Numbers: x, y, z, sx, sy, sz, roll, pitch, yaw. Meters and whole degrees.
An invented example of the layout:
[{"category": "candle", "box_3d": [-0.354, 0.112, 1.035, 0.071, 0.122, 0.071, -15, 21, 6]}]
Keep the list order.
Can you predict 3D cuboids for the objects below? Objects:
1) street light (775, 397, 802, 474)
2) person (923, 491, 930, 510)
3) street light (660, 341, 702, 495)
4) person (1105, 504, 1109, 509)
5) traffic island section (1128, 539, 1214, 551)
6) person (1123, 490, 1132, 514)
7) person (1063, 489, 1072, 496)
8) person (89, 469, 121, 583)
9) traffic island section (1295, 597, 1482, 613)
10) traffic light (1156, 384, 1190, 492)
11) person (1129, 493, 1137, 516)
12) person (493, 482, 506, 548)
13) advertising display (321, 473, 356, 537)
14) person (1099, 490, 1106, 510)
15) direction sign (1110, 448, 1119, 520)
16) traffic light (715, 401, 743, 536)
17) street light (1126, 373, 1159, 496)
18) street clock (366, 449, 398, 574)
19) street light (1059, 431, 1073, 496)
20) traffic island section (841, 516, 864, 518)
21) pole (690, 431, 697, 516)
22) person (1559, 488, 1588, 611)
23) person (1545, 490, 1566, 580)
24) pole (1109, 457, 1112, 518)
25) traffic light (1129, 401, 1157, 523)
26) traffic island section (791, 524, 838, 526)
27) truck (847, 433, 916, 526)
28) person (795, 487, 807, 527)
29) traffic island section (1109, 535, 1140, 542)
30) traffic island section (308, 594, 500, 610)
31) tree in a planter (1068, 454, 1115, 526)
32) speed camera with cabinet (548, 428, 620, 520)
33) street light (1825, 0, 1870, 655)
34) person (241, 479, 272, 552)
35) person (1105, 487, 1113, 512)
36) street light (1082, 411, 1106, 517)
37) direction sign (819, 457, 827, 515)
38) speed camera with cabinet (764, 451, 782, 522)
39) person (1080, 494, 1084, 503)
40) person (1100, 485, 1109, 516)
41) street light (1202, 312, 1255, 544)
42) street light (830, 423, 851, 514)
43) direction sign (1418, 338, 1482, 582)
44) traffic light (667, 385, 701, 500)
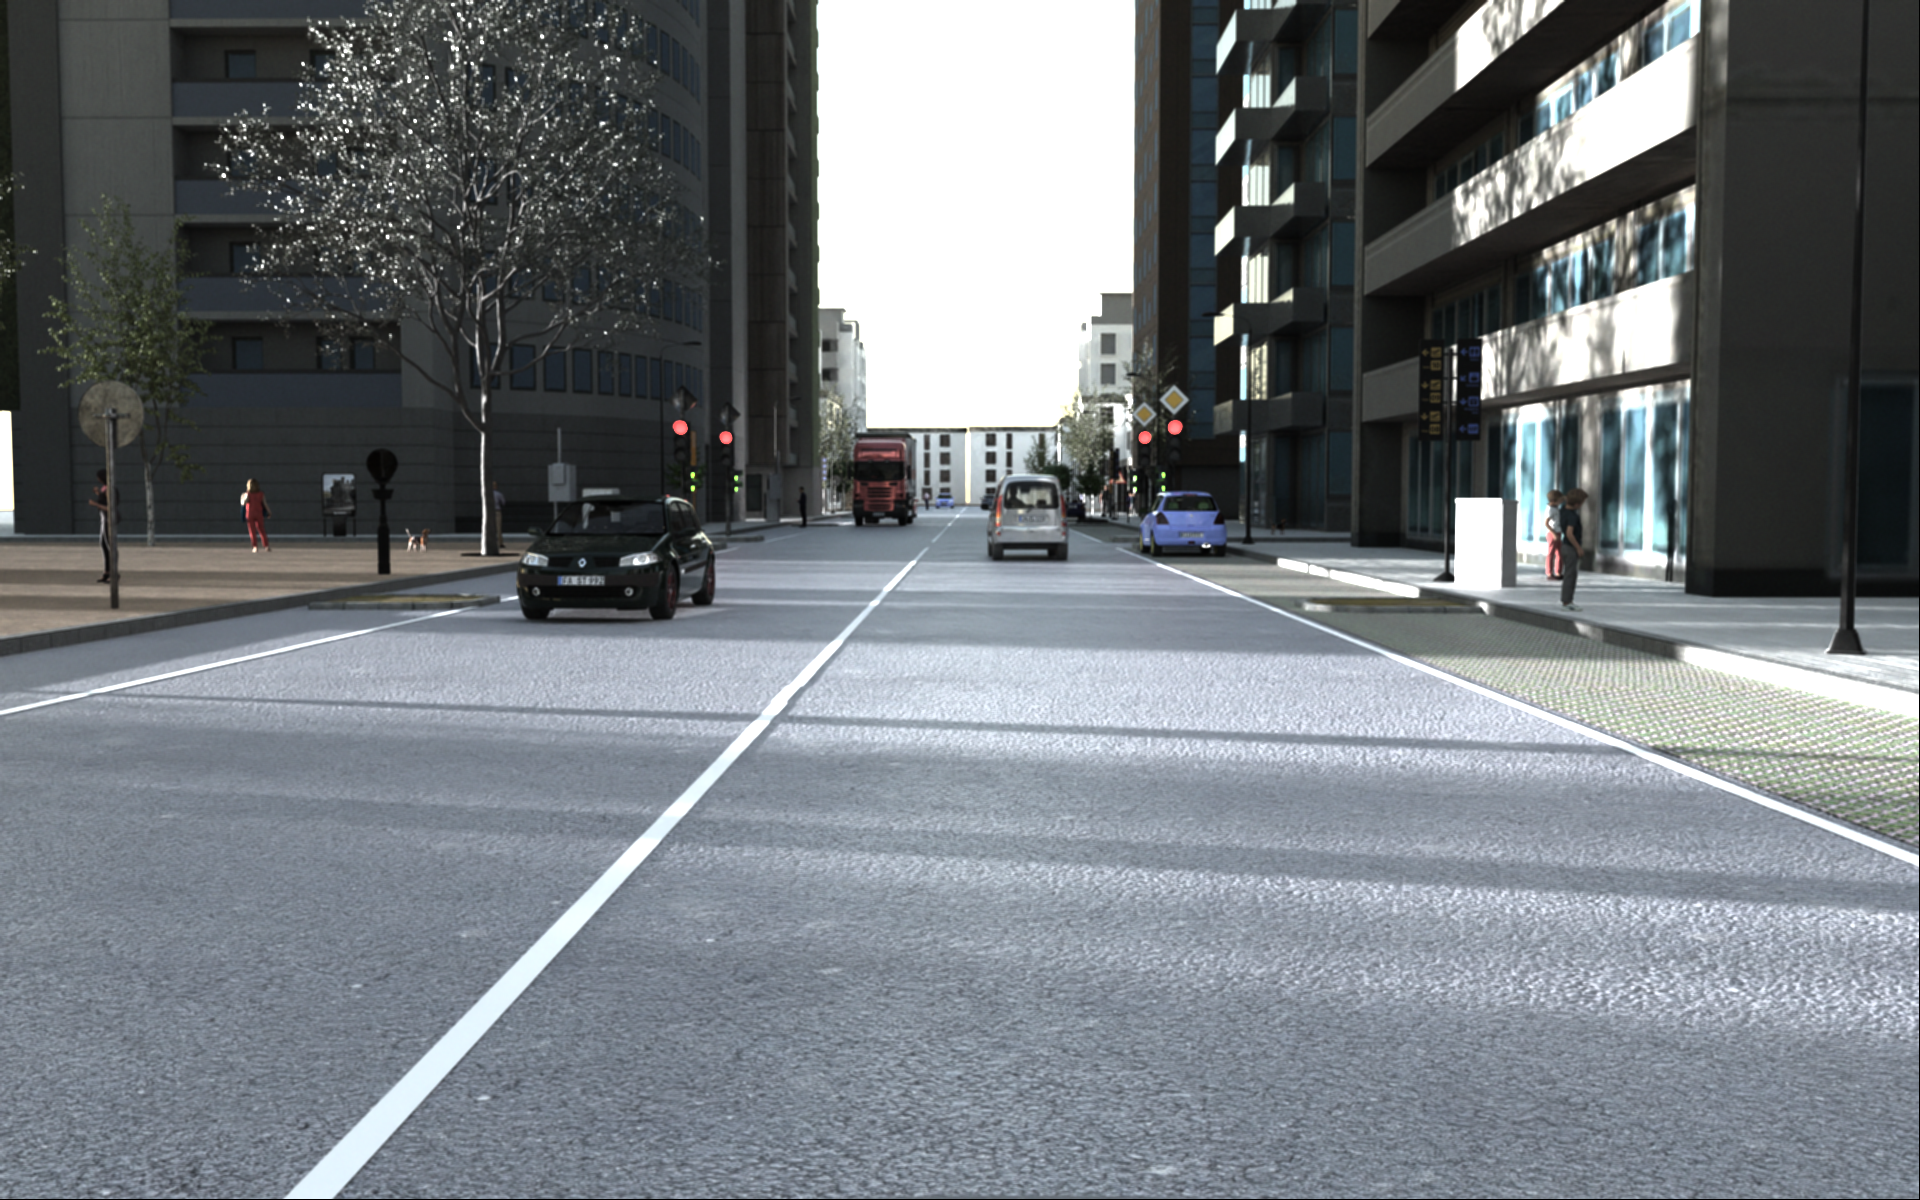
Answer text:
[{"category": "street light", "box_3d": [-8.283, -6.759, 83.046, 1.470, 5.913, 1.316, 0, 4, 1]}, {"category": "person", "box_3d": [-3.075, -9.059, 157.553, 0.756, 1.711, 0.436, -2, 4, -32]}, {"category": "street light", "box_3d": [-8.543, -4.905, 52.732, 1.470, 5.913, 1.316, 0, 4, 1]}, {"category": "person", "box_3d": [10.368, -6.944, 121.791, 0.471, 1.553, 0.569, 3, 5, 42]}, {"category": "traffic island section", "box_3d": [5.503, -1.365, 44.592, 2.009, 0.180, 2.903, 0, 4, 1]}, {"category": "person", "box_3d": [10.770, -6.285, 111.173, 0.546, 1.535, 0.453, -2, 4, -25]}, {"category": "person", "box_3d": [10.787, -10.245, 173.558, 1.348, 1.824, 0.705, 1, 4, 14]}, {"category": "person", "box_3d": [-12.372, -1.071, 25.018, 0.593, 1.643, 0.415, 2, 4, 25]}, {"category": "traffic island section", "box_3d": [5.250, 0.074, 21.661, 1.991, 0.108, 1.994, 0, 4, 1]}, {"category": "traffic light", "box_3d": [5.463, -3.398, 44.478, 0.839, 4.253, 0.868, 0, 4, 1]}, {"category": "person", "box_3d": [10.111, -5.594, 101.416, 0.435, 1.345, 0.340, 0, 4, 0]}, {"category": "person", "box_3d": [-11.126, -2.035, 41.381, 0.516, 1.574, 0.319, 0, 4, 6]}, {"category": "advertising display", "box_3d": [-18.727, -2.876, 52.233, 0.974, 1.923, 0.123, -2, 4, -26]}, {"category": "person", "box_3d": [10.293, -7.131, 124.345, 0.444, 1.614, 0.593, -3, 5, -43]}, {"category": "direction sign", "box_3d": [7.672, -5.754, 86.081, 0.379, 3.537, 0.876, -2, 4, -25]}, {"category": "traffic light", "box_3d": [-7.032, -3.894, 52.582, 0.839, 4.253, 0.868, 0, 4, 1]}, {"category": "street light", "box_3d": [7.059, -5.747, 66.497, 1.470, 5.913, 1.316, 0, 4, 1]}, {"category": "street clock", "box_3d": [-9.234, -1.416, 27.719, 0.471, 2.002, 0.358, -1, 4, -18]}, {"category": "street light", "box_3d": [7.739, -9.483, 127.590, 1.470, 5.913, 1.316, 0, 4, 1]}, {"category": "traffic island section", "box_3d": [-6.192, -5.038, 105.235, 1.991, 0.108, 1.994, 0, 4, 1]}, {"category": "pole", "box_3d": [-8.661, -3.819, 56.280, 0.158, 3.312, 0.155, 0, 3, 0]}, {"category": "person", "box_3d": [6.754, -0.557, 19.064, 0.340, 1.345, 0.435, 0, 4, -5]}, {"category": "person", "box_3d": [8.889, -0.966, 25.753, 0.340, 1.345, 0.435, 2, 4, 26]}, {"category": "pole", "box_3d": [8.182, -6.129, 94.045, 0.158, 3.312, 0.155, 0, 3, 0]}, {"category": "traffic light", "box_3d": [5.549, -3.886, 52.463, 0.839, 4.253, 0.868, 0, 4, 1]}, {"category": "traffic island section", "box_3d": [-6.475, -3.346, 77.581, 1.991, 0.108, 1.994, 0, 4, 1]}, {"category": "truck", "box_3d": [-3.527, -5.681, 81.801, 2.839, 4.237, 11.283, 0, 4, 1]}, {"category": "person", "box_3d": [-6.819, -3.990, 74.439, 0.504, 1.737, 0.576, -1, 4, -19]}, {"category": "traffic island section", "box_3d": [5.589, -1.853, 52.576, 2.009, 0.180, 2.903, 0, 4, 1]}, {"category": "traffic island section", "box_3d": [-7.072, 0.028, 22.407, 1.991, 0.108, 1.994, 0, 4, 1]}, {"category": "tree in a planter", "box_3d": [5.850, -4.894, 77.231, 1.991, 3.239, 1.994, 0, 4, 1]}, {"category": "speed camera with cabinet", "box_3d": [-11.272, -3.524, 51.961, 2.038, 3.252, 0.660, 1, 4, 9]}, {"category": "street light", "box_3d": [6.604, -2.523, 13.797, 1.470, 5.913, 1.316, 0, 4, 1]}, {"category": "person", "box_3d": [-15.675, -1.885, 38.571, 0.593, 1.614, 0.444, -1, 4, -11]}, {"category": "person", "box_3d": [10.204, -6.919, 119.314, 0.875, 1.805, 0.789, -1, 4, -21]}, {"category": "street light", "box_3d": [7.512, -7.612, 96.995, 1.470, 5.913, 1.316, 0, 4, 1]}, {"category": "direction sign", "box_3d": [-8.449, -6.924, 105.208, 0.876, 3.537, 0.379, 2, 4, 34]}, {"category": "speed camera with cabinet", "box_3d": [-8.613, -5.212, 79.552, 0.660, 3.252, 2.038, -1, 4, -12]}, {"category": "person", "box_3d": [8.408, -6.743, 118.356, 0.516, 1.574, 0.319, -3, 5, -42]}, {"category": "person", "box_3d": [8.483, -5.813, 101.220, 0.598, 1.807, 0.434, 2, 4, 26]}, {"category": "street light", "box_3d": [6.856, -4.388, 44.277, 1.470, 5.913, 1.316, 0, 4, 1]}, {"category": "street light", "box_3d": [-7.835, -8.617, 113.431, 1.470, 5.913, 1.316, 0, 4, 1]}, {"category": "direction sign", "box_3d": [7.156, -2.040, 25.357, 0.876, 3.537, 0.379, 1, 4, 14]}, {"category": "traffic light", "box_3d": [-7.118, -3.405, 44.597, 0.839, 4.253, 0.868, 0, 4, 1]}]
